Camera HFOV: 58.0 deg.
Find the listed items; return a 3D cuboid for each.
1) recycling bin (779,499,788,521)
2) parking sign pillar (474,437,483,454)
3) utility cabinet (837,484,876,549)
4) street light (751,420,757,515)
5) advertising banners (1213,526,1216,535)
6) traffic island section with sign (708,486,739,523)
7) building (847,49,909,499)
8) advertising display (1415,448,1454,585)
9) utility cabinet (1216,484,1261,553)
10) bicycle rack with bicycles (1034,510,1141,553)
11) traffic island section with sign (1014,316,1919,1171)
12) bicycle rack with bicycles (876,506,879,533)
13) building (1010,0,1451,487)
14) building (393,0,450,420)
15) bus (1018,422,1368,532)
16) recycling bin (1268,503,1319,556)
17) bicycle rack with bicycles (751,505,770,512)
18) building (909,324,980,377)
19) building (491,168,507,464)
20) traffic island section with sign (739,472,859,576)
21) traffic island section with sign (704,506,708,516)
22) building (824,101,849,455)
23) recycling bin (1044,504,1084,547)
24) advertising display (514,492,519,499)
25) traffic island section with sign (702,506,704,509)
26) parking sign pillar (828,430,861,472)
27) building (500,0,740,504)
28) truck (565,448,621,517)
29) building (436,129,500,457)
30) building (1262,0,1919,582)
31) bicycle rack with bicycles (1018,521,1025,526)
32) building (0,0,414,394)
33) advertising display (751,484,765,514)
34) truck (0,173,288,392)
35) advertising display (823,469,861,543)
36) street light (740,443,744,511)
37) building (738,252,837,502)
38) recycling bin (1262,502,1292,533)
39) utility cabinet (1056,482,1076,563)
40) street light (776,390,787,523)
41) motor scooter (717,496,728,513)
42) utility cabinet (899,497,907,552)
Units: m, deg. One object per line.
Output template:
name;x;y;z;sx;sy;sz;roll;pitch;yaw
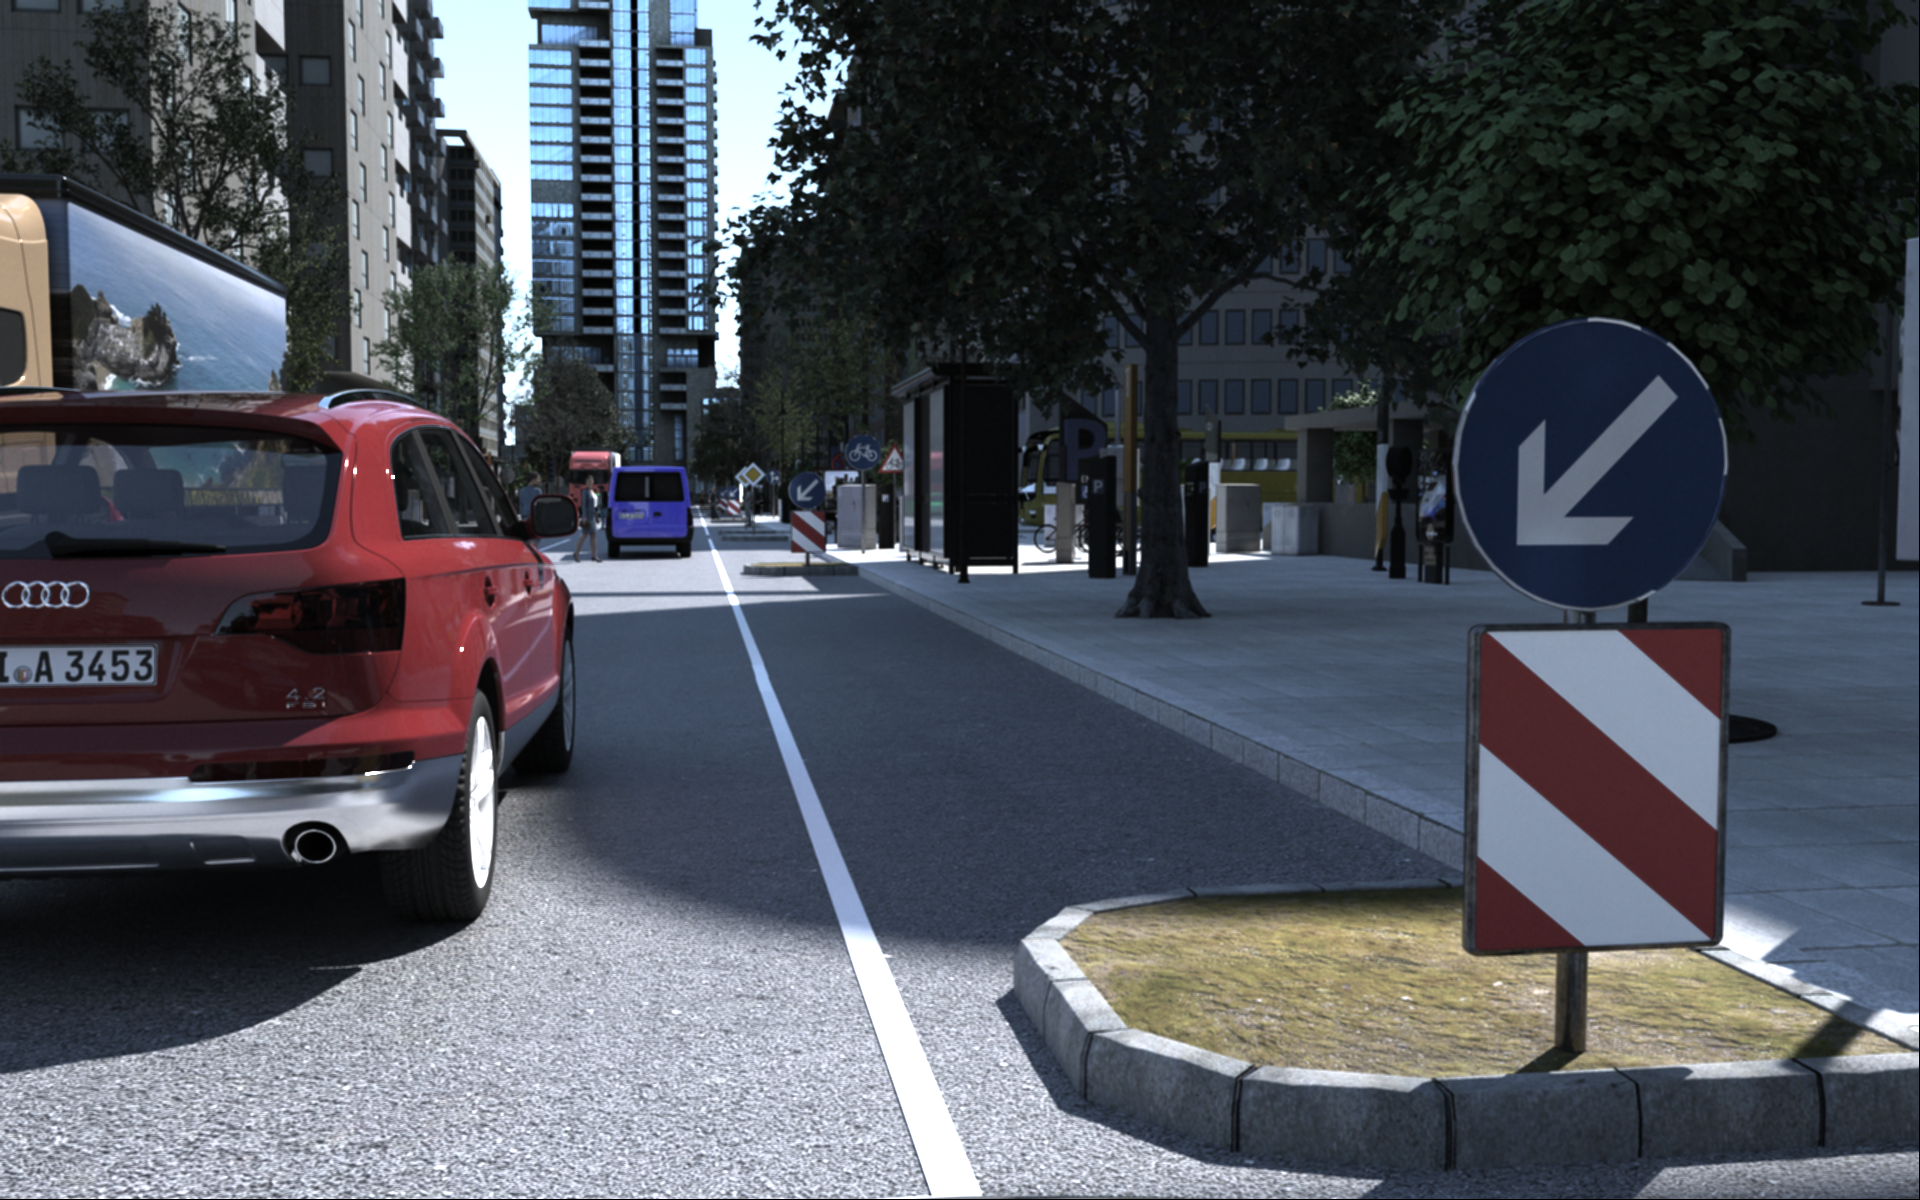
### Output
recycling bin;-8.168;-4.233;81.770;0.722;1.027;0.722;-1;4;-10
parking sign pillar;-23.029;-5.671;81.185;1.447;3.967;1.447;-1;4;-13
utility cabinet;-2.406;-1.922;40.107;0.318;1.500;1.173;-3;4;-38
street light;-12.637;-8.176;106.463;0.468;5.910;1.993;-1;4;-9
advertising banners;7.311;-3.608;55.183;2.074;3.025;0.090;2;4;24
traffic island section with sign;-11.475;-4.784;86.839;1.989;1.847;2.006;-1;4;-9
building;-3.273;-31.601;166.783;14.600;45.320;14.200;-1;4;-9
advertising display;6.808;-1.201;24.848;0.123;1.923;0.974;-1;4;-11
utility cabinet;6.023;-1.757;37.403;1.173;1.500;0.318;-3;5;-42
bicycle rack with bicycles;3.376;-1.531;38.410;2.925;0.926;2.852;1;4;21
traffic island section with sign;1.202;0.243;4.650;1.989;1.847;2.006;-1;4;-9
bicycle rack with bicycles;-1.726;-2.493;54.136;2.852;0.926;2.925;-1;4;-18
building;16.319;-33.139;83.825;28.212;58.520;21.231;-1;4;-9
building;-55.795;-32.197;146.026;23.786;49.044;30.456;-1;4;-9
bus;7.878;-4.180;59.894;12.252;3.916;2.896;-1;4;-10
recycling bin;7.025;-1.453;36.310;0.722;1.027;0.722;-3;5;-41
bicycle rack with bicycles;-14.303;-6.936;126.787;2.852;0.926;2.925;2;4;27
building;2.861;-27.361;130.947;14.154;41.232;14.086;-1;4;-9
building;-68.517;-35.506;230.641;14.200;45.320;14.600;-1;4;-9
traffic island section with sign;-2.907;-1.386;31.292;1.989;1.847;2.006;-1;4;-9
traffic island section with sign;-15.596;-6.413;113.479;1.989;1.847;2.006;-1;4;-9
building;-3.345;-32.687;189.058;22.147;44.769;28.867;-1;4;-9
recycling bin;2.537;-1.814;42.214;0.722;1.027;0.722;3;5;42
advertising display;-28.737;-6.596;113.054;0.123;1.923;0.974;2;4;28
traffic island section with sign;-23.171;-9.416;162.574;1.989;1.847;2.006;-1;4;-9
parking sign pillar;-4.711;-5.041;70.888;1.447;3.967;1.447;-1;4;-14
building;-46.316;-56.537;237.043;31.000;86.520;22.319;-1;4;-9
truck;-22.606;-7.241;107.307;2.839;4.237;11.283;0;4;-8
building;-60.405;-29.752;178.330;23.993;40.220;32.217;-1;4;-9
building;23.990;-20.959;34.554;32.217;40.220;23.993;-1;4;-9
bicycle rack with bicycles;3.134;-3.454;69.861;2.925;0.926;2.852;1;4;15
building;-51.879;-32.098;114.044;28.713;52.752;27.495;-1;4;-9
advertising display;-12.944;-6.458;110.798;0.974;1.923;0.123;2;4;27
truck;-9.335;-1.738;17.328;2.839;4.237;11.283;0;4;-8
advertising display;-3.065;-2.429;44.935;0.974;1.923;0.123;0;4;4
street light;-16.919;-9.927;135.091;0.468;5.910;1.993;-1;4;-9
building;-19.555;-33.979;247.438;23.993;40.220;32.217;-1;4;-9
recycling bin;9.839;-2.511;53.602;0.722;1.027;0.722;3;5;41
utility cabinet;1.999;-1.456;32.492;0.318;1.500;1.173;0;4;7
street light;-7.924;-6.400;77.433;0.468;5.910;1.993;-1;4;-9
motor scooter;-17.652;-7.099;128.839;0.815;1.314;1.986;0;4;-7
utility cabinet;-0.926;-1.683;38.676;0.306;1.237;1.020;3;4;38
